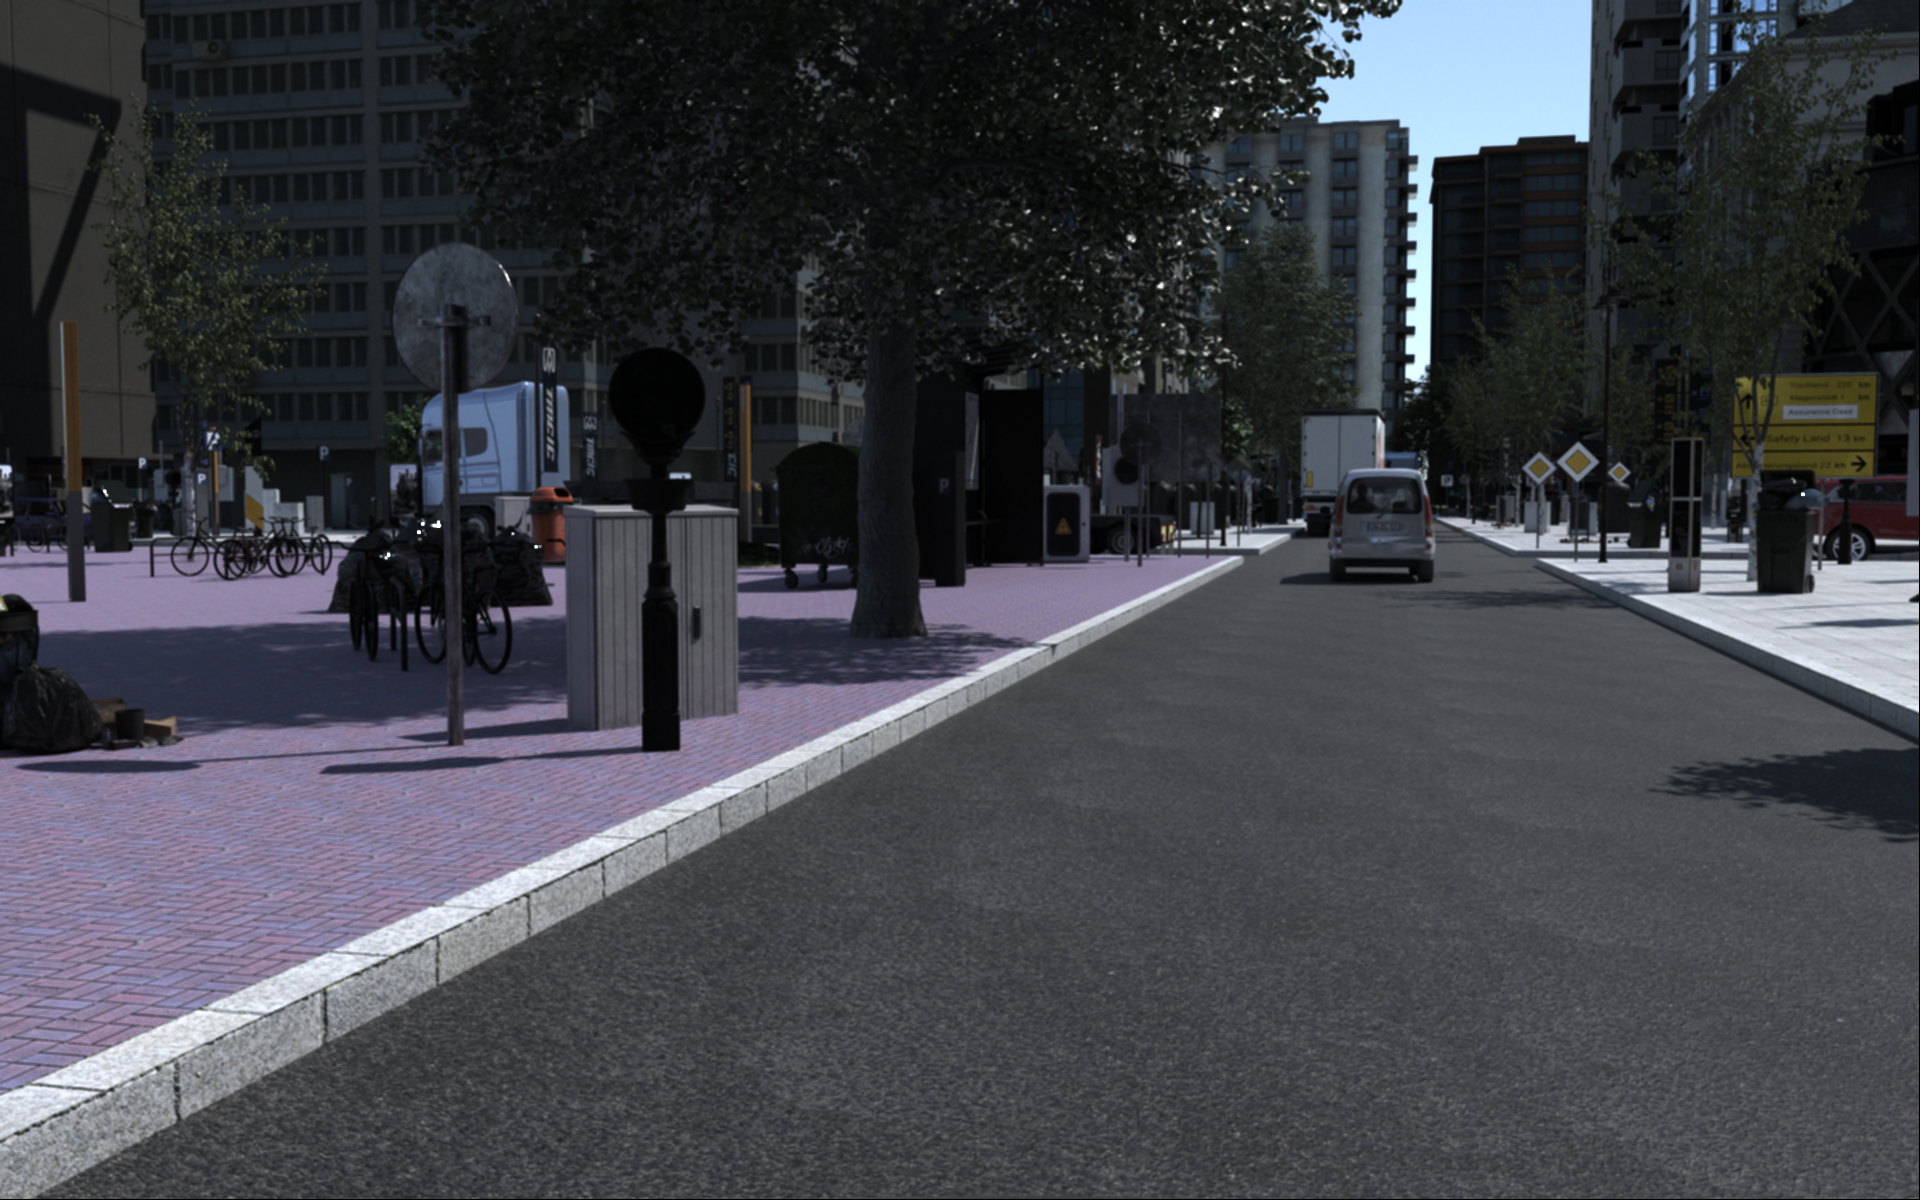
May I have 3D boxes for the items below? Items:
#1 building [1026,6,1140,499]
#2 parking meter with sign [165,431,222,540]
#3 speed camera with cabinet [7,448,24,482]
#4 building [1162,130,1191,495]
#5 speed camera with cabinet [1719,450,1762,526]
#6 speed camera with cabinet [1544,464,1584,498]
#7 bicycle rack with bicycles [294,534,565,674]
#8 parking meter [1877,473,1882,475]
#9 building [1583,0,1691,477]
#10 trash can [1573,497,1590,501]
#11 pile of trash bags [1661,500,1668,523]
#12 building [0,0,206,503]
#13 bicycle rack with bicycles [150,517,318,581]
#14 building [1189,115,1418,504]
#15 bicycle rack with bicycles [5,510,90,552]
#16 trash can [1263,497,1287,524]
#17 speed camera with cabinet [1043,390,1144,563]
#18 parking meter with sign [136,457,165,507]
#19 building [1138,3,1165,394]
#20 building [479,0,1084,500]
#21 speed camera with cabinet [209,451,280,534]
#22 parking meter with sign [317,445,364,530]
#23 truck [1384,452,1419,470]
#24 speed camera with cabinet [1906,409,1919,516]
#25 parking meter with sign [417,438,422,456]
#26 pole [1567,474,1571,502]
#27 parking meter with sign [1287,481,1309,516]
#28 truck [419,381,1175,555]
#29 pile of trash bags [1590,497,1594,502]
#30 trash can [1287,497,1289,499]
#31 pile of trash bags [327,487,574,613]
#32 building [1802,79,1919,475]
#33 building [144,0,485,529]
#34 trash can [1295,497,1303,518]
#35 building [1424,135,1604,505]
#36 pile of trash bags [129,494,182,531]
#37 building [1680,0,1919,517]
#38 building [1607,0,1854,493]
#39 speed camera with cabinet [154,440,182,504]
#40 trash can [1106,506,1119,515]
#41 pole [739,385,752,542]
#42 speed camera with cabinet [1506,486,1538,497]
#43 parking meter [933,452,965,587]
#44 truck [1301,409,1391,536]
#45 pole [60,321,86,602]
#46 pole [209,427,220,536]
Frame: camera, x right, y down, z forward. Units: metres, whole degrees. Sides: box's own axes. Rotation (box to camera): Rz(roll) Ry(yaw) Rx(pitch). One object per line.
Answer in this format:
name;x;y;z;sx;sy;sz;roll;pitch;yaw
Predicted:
building;5.283;-29.139;126.532;14.600;45.320;14.200;1;4;13
parking meter with sign;-21.430;-3.197;48.525;1.738;3.016;0.543;2;4;32
speed camera with cabinet;-39.764;-4.839;73.455;2.038;3.252;0.660;2;4;33
building;11.490;-44.775;170.321;20.611;71.187;20.563;1;4;13
speed camera with cabinet;31.402;-4.577;69.175;2.038;3.252;0.660;-2;4;-24
speed camera with cabinet;32.914;-6.103;94.125;2.038;3.252;0.660;-1;4;-22
bicycle rack with bicycles;-3.582;-0.006;13.475;2.852;0.926;2.925;-1;4;-19
parking meter;25.005;-2.529;47.054;0.255;1.863;0.399;-3;5;-45
building;71.102;-34.488;153.111;28.713;52.752;27.495;1;4;13
trash can;27.819;-4.032;77.571;0.748;1.137;0.748;0;3;0
pile of trash bags;31.290;-4.165;77.857;3.447;1.369;1.912;2;4;30
building;-51.053;-27.990;81.345;21.600;48.544;21.300;1;4;13
bicycle rack with bicycles;-11.096;-0.842;27.152;2.852;0.926;2.925;2;4;31
building;42.721;-36.874;222.504;30.456;49.044;23.786;1;4;13
bicycle rack with bicycles;-21.042;-1.551;38.737;2.852;0.926;2.925;0;4;1
trash can;13.443;-3.855;74.685;0.748;1.137;0.748;0;3;0
speed camera with cabinet;2.412;-2.337;32.553;2.038;3.252;0.660;-1;4;-13
parking meter with sign;-38.176;-5.259;82.247;1.738;3.016;0.543;1;4;19
building;8.714;-27.936;140.352;14.154;41.232;14.086;1;4;13
building;-9.015;-25.444;107.894;32.217;40.220;23.993;1;4;13
speed camera with cabinet;-23.275;-3.793;56.351;2.038;3.252;0.660;-1;4;-11
parking meter with sign;-22.121;-4.019;61.966;1.738;3.016;0.543;2;4;24
truck;26.773;-7.083;105.564;2.967;4.110;18.799;1;4;14
speed camera with cabinet;10.517;-1.392;17.091;0.660;3.252;2.038;-2;4;-32
parking meter with sign;-16.561;-3.496;53.427;0.543;3.016;1.738;-1;4;-10
pole;30.249;-5.637;86.009;0.158;3.312;0.155;0;3;0
parking meter with sign;19.068;-6.279;98.928;1.738;3.016;0.543;2;4;24
truck;-4.458;-3.124;40.829;18.799;4.110;2.967;1;4;14
pile of trash bags;37.967;-6.016;108.109;3.447;1.369;1.912;2;4;32
trash can;14.723;-4.154;79.567;0.748;1.137;0.748;0;3;0
pile of trash bags;-5.565;-0.633;20.100;1.912;1.369;3.447;1;4;21
building;46.088;-12.759;76.060;16.820;18.784;16.811;1;4;13
building;-16.860;-23.314;73.065;32.217;40.220;23.993;1;4;13
trash can;18.002;-4.949;92.566;0.748;1.137;0.748;0;3;0
building;71.364;-34.262;214.808;28.867;44.769;22.147;1;4;13
pile of trash bags;-28.642;-3.142;61.125;3.447;1.369;1.912;2;4;27
building;49.182;-18.911;96.578;14.401;28.519;23.554;1;4;13
building;60.955;-49.652;124.488;22.319;86.520;31.000;1;4;13
speed camera with cabinet;-28.704;-4.248;63.788;2.038;3.252;0.660;1;4;22
trash can;6.807;-4.016;77.311;0.748;1.137;0.748;0;3;0
pole;-4.009;-2.357;32.379;0.158;3.312;0.155;0;3;0
speed camera with cabinet;33.142;-6.571;101.776;2.038;3.252;0.660;2;4;34
parking meter;-0.149;-1.122;24.057;0.399;1.863;0.255;3;5;40
truck;13.969;-4.498;62.457;2.839;4.237;11.283;1;4;15
pole;-10.533;-1.635;20.568;0.158;3.312;0.155;0;3;0
pole;-22.557;-3.582;52.404;0.158;3.312;0.155;0;3;0
